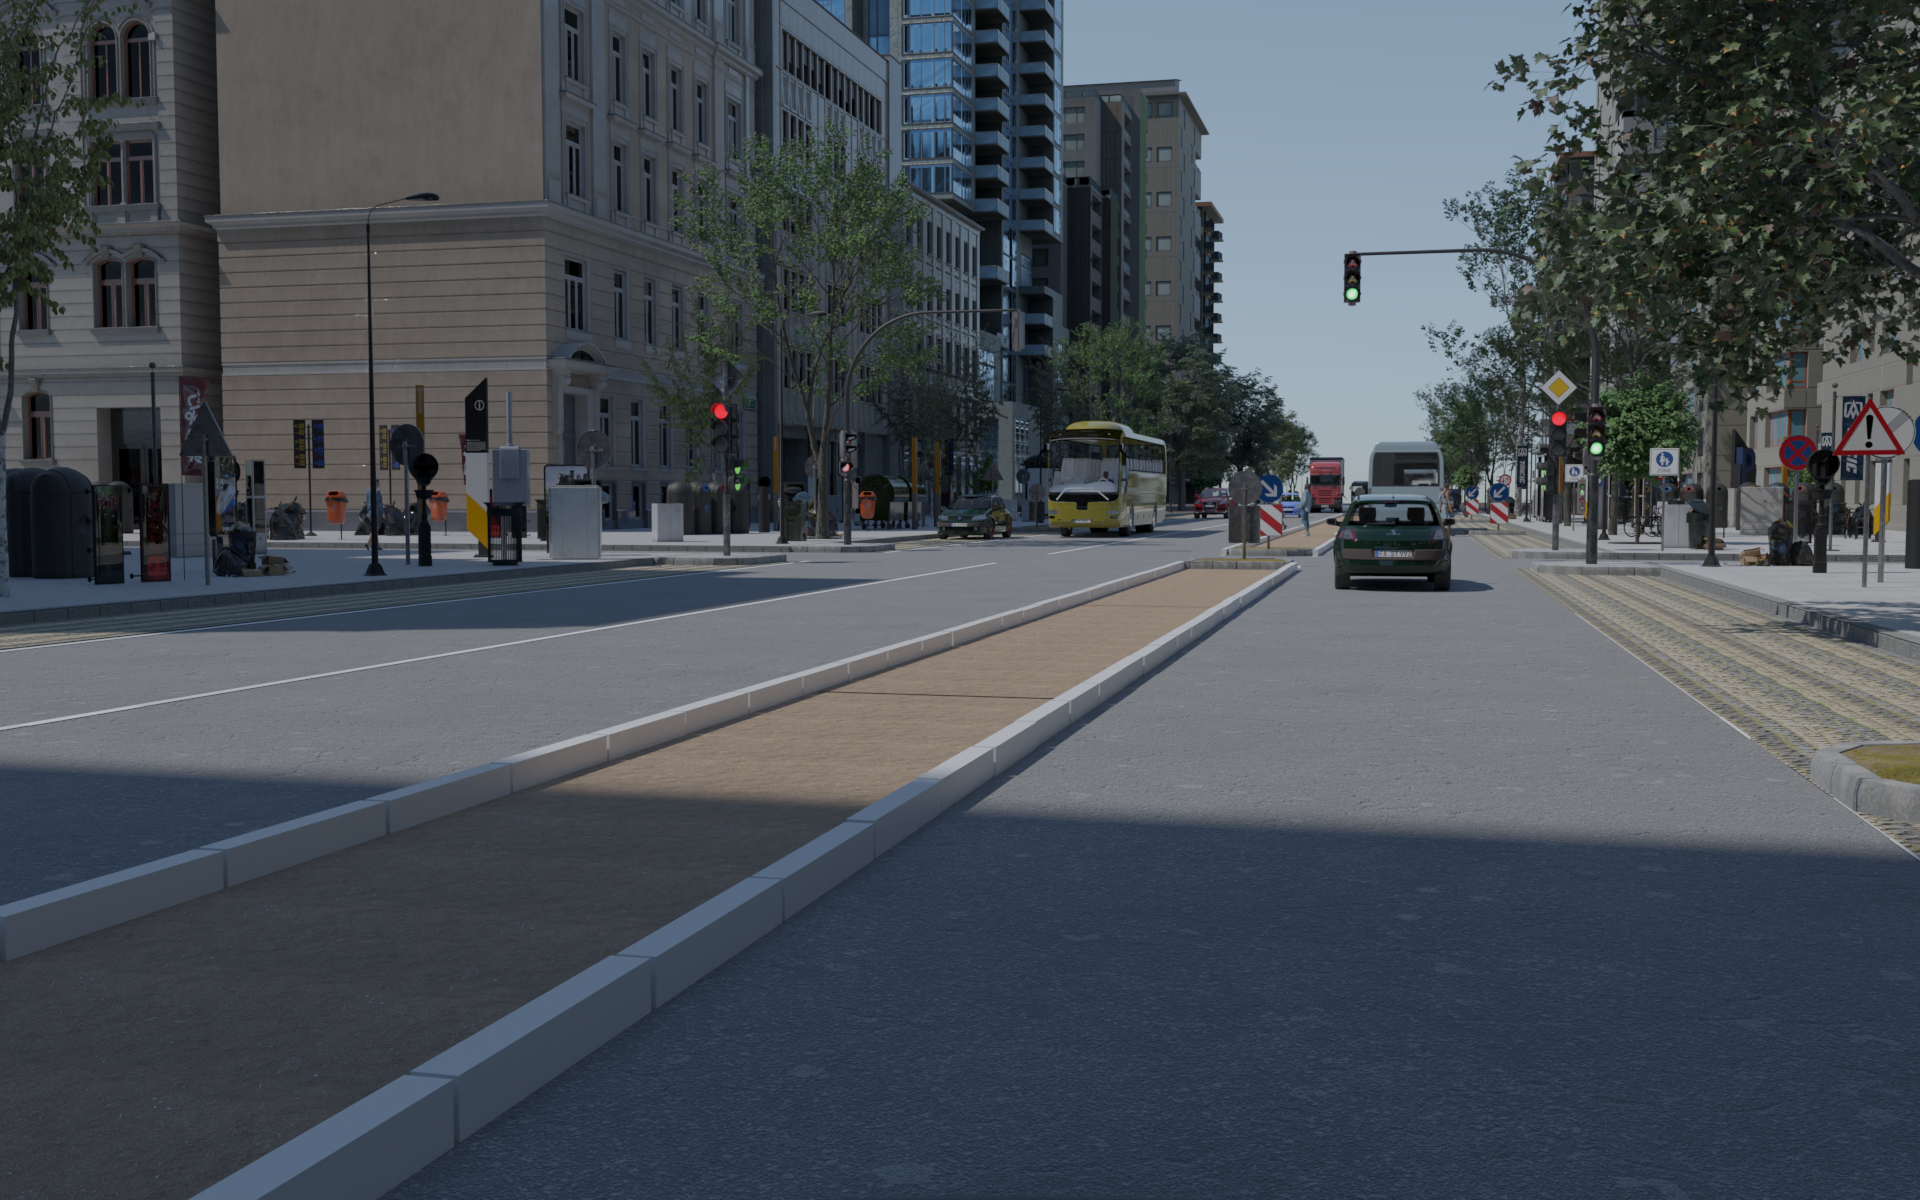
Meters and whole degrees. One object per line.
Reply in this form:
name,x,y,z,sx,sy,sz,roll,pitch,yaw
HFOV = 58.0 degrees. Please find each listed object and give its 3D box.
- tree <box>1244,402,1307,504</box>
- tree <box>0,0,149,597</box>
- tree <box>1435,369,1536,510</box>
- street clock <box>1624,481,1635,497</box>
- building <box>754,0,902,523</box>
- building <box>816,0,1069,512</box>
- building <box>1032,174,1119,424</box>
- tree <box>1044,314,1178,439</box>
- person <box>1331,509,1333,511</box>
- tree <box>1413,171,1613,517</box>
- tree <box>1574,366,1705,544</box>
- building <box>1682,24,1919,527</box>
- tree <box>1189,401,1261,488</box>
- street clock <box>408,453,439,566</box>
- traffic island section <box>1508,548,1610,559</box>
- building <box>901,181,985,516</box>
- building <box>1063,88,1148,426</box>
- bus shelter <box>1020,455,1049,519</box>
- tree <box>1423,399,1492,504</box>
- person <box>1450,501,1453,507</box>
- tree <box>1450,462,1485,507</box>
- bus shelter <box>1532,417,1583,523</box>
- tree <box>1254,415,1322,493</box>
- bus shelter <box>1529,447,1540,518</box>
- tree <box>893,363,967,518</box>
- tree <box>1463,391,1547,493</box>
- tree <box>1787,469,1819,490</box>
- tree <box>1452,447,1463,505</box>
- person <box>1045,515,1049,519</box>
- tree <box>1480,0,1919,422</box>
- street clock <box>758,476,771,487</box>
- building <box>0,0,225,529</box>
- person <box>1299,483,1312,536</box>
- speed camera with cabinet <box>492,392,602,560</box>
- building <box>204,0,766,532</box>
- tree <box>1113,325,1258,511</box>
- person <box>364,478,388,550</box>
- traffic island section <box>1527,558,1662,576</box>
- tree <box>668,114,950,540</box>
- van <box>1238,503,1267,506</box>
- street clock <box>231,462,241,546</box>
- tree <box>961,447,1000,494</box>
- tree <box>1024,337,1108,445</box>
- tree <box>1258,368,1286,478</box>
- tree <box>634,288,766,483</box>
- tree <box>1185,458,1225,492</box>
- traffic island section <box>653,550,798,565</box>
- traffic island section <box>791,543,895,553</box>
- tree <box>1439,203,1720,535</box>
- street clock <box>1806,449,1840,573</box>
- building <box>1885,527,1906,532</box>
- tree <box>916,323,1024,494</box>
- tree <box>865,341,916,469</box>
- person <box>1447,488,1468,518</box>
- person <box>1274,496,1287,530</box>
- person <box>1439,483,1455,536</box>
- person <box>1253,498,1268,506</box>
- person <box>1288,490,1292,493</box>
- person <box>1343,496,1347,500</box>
tree,37.816,-17.772,208.705,7.486,12.596,7.792,0,3,0
tree,-12.155,-4.344,21.387,4.737,8.622,4.395,0,3,0
tree,43.645,-13.258,142.530,9.928,11.665,9.643,0,3,0
street clock,30.312,-4.520,78.468,0.471,2.002,0.358,1,4,18
building,-11.537,-16.480,87.477,12.078,24.808,19.932,1,4,14
building,-3.283,-50.347,135.840,22.319,86.520,31.000,1,4,14
building,6.426,-23.645,158.297,14.160,30.474,14.107,1,4,14
tree,8.910,-10.764,101.753,9.928,11.665,9.643,0,3,0
person,31.489,-8.416,146.042,1.348,1.831,0.705,0,4,4
tree,32.799,-14.860,98.843,12.611,20.169,13.585,0,3,0
tree,17.545,-3.733,44.741,4.285,4.588,4.351,0,3,0
building,53.069,-14.736,85.971,27.650,21.520,28.899,1,4,14
tree,24.194,-13.774,159.612,7.601,10.594,8.767,-3,5,-43
street clock,-9.518,-1.602,30.771,0.471,2.002,0.358,-3,4,-37
traffic island section,13.592,-1.052,39.483,2.009,0.180,2.903,1,4,14
building,-5.370,-15.691,105.692,9.793,20.994,18.267,1,4,14
building,10.491,-29.838,171.452,14.154,41.232,14.086,1,4,14
bus shelter,4.746,-6.026,92.452,2.014,3.302,5.546,1,4,14
tree,65.121,-19.508,225.605,9.857,13.997,8.962,0,3,0
person,26.484,-4.919,93.601,0.352,1.250,0.332,1,4,17
tree,51.426,-11.706,175.098,4.285,4.588,4.351,0,3,0
bus shelter,28.012,-6.337,81.250,2.179,5.291,8.768,1,4,15
tree,46.032,-19.298,241.278,9.928,11.665,9.643,0,3,0
bus shelter,30.386,-6.000,89.378,1.731,3.624,6.357,1,4,14
tree,-1.493,-8.635,91.552,4.737,8.622,4.395,0,3,0
tree,36.931,-10.133,116.039,4.360,8.622,3.978,0,3,0
tree,32.051,-4.316,65.163,1.663,3.219,1.824,0,3,0
tree,61.562,-15.961,211.332,4.360,8.622,3.978,0,3,0
person,3.990,-3.517,71.494,0.738,1.151,1.012,-1,4,-19
tree,9.509,-6.036,15.691,9.611,12.733,9.660,0,3,0
street clock,-7.967,-4.039,70.605,0.471,2.002,0.358,-2,4,-25
building,-36.558,-17.234,69.158,23.554,28.519,14.401,1,4,14
person,11.714,-3.046,58.566,0.793,1.790,0.793,0,4,0
speed camera with cabinet,-8.070,-2.419,33.881,2.038,3.252,0.660,-1,4,-8
building,-17.300,-17.252,67.982,13.634,28.700,20.117,1,4,14
tree,16.639,-13.676,130.265,9.857,13.997,8.962,0,3,0
person,-14.624,-2.120,43.188,0.581,1.822,0.654,3,5,42
traffic island section,11.588,-0.579,31.753,2.009,0.180,2.903,1,4,14
tree,-4.049,-7.539,49.022,9.928,11.665,9.643,0,3,0
van,20.489,-6.988,121.260,2.013,2.044,4.112,1,4,16
street clock,-15.906,-2.032,37.800,0.358,2.002,0.471,0,4,5
tree,1.147,-4.614,70.034,1.663,3.219,1.824,0,3,0
tree,4.652,-7.971,80.687,4.360,8.622,3.978,0,3,0
tree,28.088,-16.373,174.359,9.857,13.997,8.962,0,3,0
tree,-8.905,-6.750,60.728,4.737,8.622,4.395,0,3,0
tree,20.896,-10.027,147.647,4.285,4.588,4.351,0,3,0
traffic island section,-4.860,-0.839,36.004,2.009,0.180,2.903,1,4,14
traffic island section,-2.857,-1.312,43.735,2.009,0.180,2.903,1,4,14
tree,20.191,-7.292,53.631,8.767,10.594,7.601,3,5,39
street clock,13.958,-1.437,28.064,0.471,2.002,0.358,1,4,16
building,46.333,-12.844,55.045,28.899,21.520,27.650,1,4,14
tree,0.373,-7.642,75.311,4.360,8.622,3.978,0,3,0
tree,-2.521,-8.018,81.459,4.360,8.622,3.978,0,3,0
person,29.793,-5.836,104.134,1.509,1.804,0.699,1,4,9
person,12.573,-3.633,68.244,0.624,1.780,0.694,2,4,28
person,16.378,-3.048,58.429,0.778,1.811,0.616,0,4,-7
person,12.809,-3.969,73.746,0.623,1.781,0.721,-2,4,-25
person,22.460,-6.685,118.618,0.721,1.723,1.217,2,4,25
person,31.074,-8.165,141.937,1.348,1.831,0.705,0,4,4
